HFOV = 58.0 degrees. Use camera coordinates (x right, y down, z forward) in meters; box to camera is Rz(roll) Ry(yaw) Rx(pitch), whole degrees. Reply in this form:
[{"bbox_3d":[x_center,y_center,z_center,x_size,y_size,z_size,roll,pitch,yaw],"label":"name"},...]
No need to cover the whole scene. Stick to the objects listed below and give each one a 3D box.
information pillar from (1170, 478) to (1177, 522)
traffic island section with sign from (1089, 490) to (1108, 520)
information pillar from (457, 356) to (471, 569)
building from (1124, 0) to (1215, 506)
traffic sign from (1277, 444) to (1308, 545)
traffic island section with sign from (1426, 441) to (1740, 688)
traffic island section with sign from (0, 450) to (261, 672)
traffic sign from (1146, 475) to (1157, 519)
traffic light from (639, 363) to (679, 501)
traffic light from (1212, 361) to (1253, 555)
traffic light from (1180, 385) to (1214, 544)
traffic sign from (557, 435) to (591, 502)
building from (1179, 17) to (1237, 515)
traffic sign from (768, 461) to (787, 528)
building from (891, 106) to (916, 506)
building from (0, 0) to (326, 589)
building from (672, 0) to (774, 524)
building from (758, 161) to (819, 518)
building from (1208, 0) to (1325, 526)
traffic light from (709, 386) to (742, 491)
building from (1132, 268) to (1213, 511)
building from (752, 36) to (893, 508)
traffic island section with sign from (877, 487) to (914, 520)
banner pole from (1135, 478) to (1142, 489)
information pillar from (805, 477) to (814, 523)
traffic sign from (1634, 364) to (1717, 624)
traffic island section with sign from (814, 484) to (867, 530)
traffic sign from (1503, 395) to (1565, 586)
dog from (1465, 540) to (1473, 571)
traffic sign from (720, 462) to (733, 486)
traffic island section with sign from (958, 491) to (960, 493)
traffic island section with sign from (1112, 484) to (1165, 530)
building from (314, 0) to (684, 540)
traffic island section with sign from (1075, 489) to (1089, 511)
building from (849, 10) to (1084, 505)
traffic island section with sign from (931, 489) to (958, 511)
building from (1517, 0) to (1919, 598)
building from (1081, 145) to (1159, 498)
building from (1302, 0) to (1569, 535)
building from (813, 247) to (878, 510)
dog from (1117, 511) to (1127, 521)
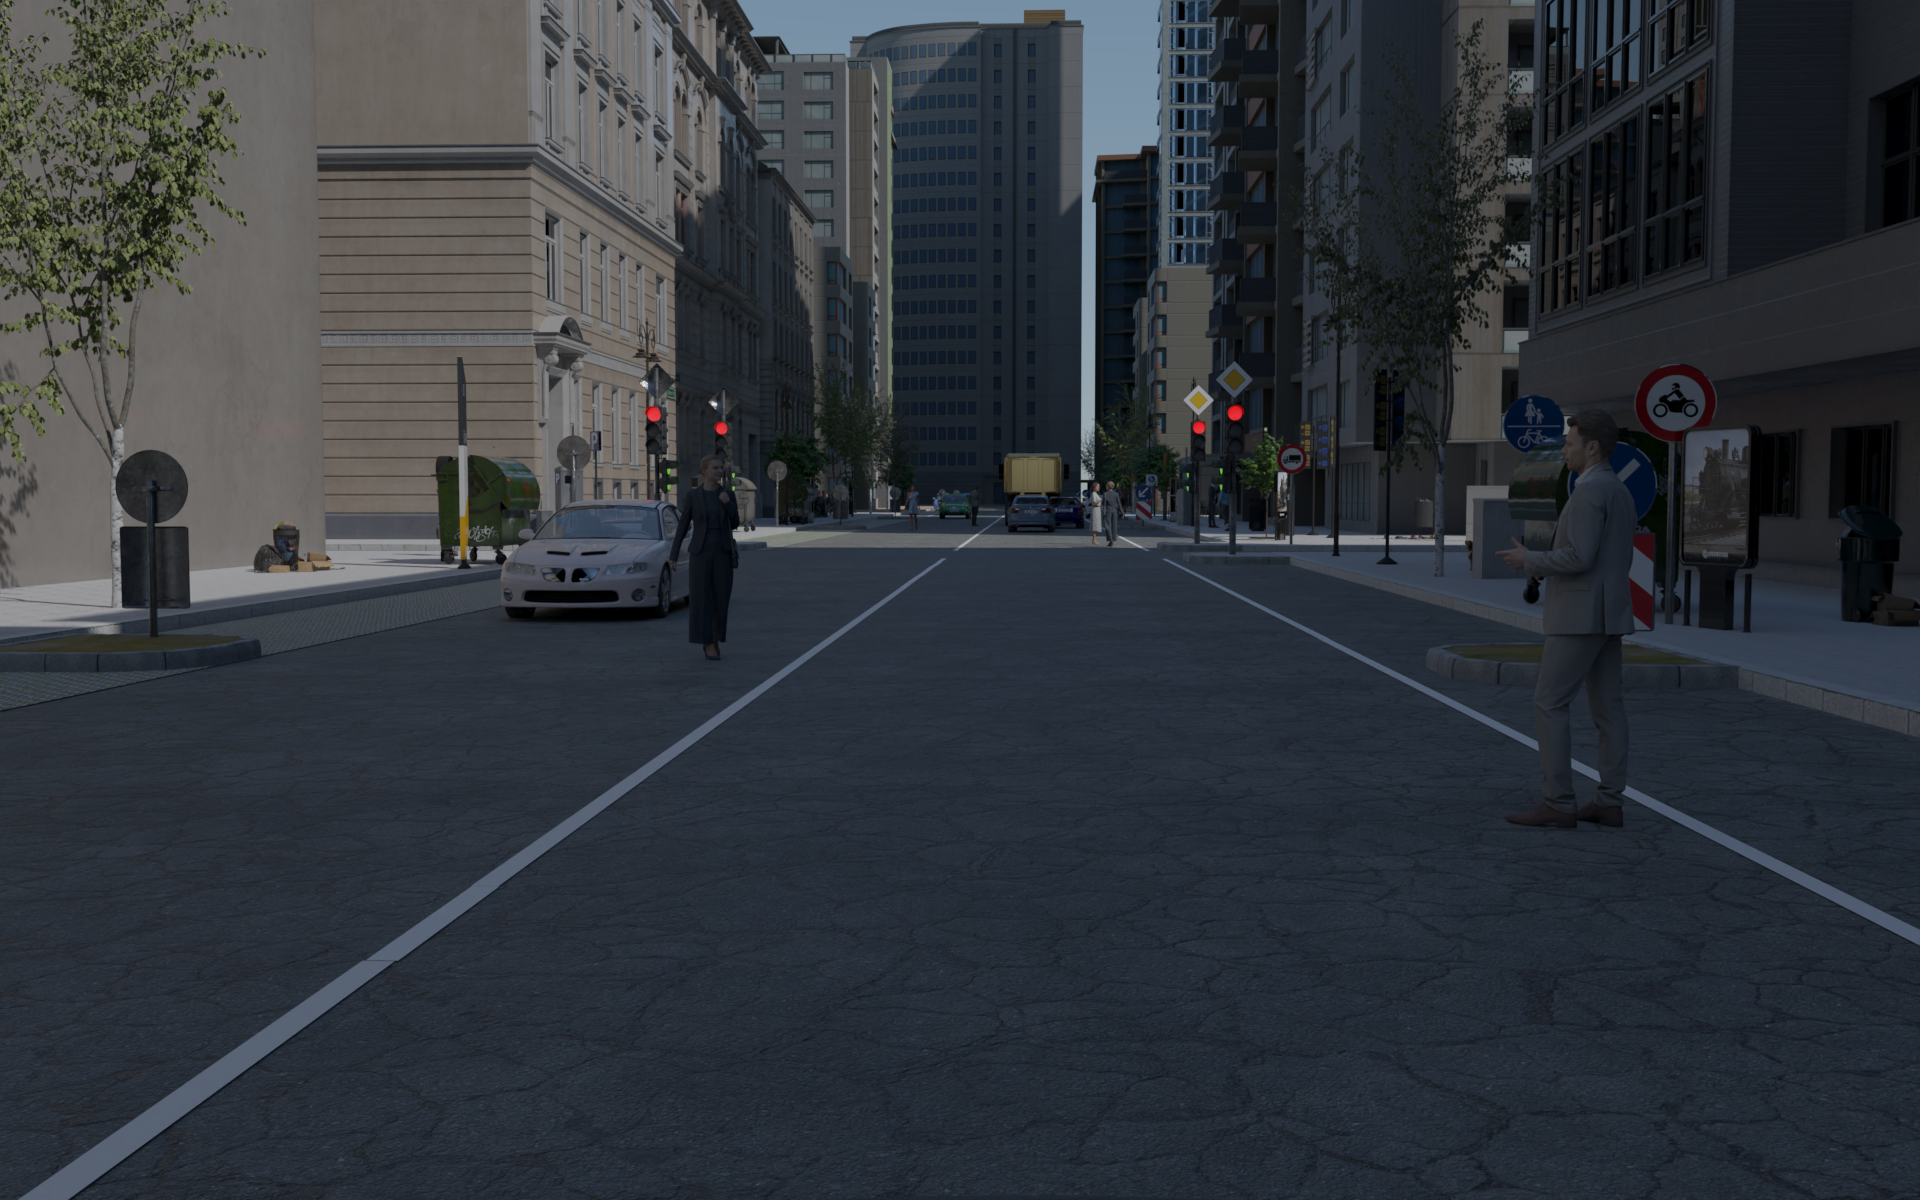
[{"bbox_3d":[9.740,-4.565,79.136,0.304,2.012,0.304,1,4,9],"label":"information pillar"},{"bbox_3d":[8.407,-5.413,97.129,1.989,1.847,2.006,0,4,2],"label":"traffic island section with sign"},{"bbox_3d":[-8.540,-2.349,29.764,0.183,3.616,0.504,-1,4,-9],"label":"information pillar"},{"bbox_3d":[28.750,-52.731,174.820,22.319,86.520,31.000,0,4,2],"label":"building"},{"bbox_3d":[8.425,-2.684,43.990,0.768,2.556,0.104,1,4,10],"label":"traffic sign"},{"bbox_3d":[4.827,-0.316,13.793,1.989,1.847,2.006,0,4,2],"label":"traffic island section with sign"},{"bbox_3d":[-7.160,-0.376,14.776,1.989,1.847,2.006,0,4,2],"label":"traffic island section with sign"},{"bbox_3d":[9.986,-5.390,90.254,0.606,2.300,0.079,0,4,7],"label":"traffic sign"},{"bbox_3d":[-6.483,-2.951,37.176,0.839,4.253,0.868,0,4,2],"label":"traffic light"},{"bbox_3d":[5.767,-2.920,36.667,0.839,4.253,0.868,0,4,2],"label":"traffic light"},{"bbox_3d":[6.110,-3.408,44.645,0.839,4.253,0.868,0,4,2],"label":"traffic light"},{"bbox_3d":[-8.381,-2.292,37.582,0.768,2.556,0.104,0,4,6],"label":"traffic sign"},{"bbox_3d":[24.920,-40.927,107.411,20.563,71.187,20.611,0,4,2],"label":"building"},{"bbox_3d":[-6.981,-4.040,66.161,0.768,2.556,0.104,0,4,7],"label":"traffic sign"},{"bbox_3d":[-19.844,-32.301,182.741,28.867,44.769,22.147,0,4,2],"label":"building"},{"bbox_3d":[-29.904,-13.456,24.523,34.151,26.468,19.350,0,4,2],"label":"building"},{"bbox_3d":[-17.174,-17.916,80.312,14.401,28.519,23.554,0,4,2],"label":"building"},{"bbox_3d":[-14.229,-15.422,101.306,9.793,20.994,18.267,0,4,2],"label":"building"},{"bbox_3d":[22.515,-25.749,75.613,22.147,44.769,28.867,0,4,2],"label":"building"},{"bbox_3d":[-6.140,-3.439,45.153,0.839,4.253,0.868,0,4,2],"label":"traffic light"},{"bbox_3d":[29.309,-18.440,146.525,27.650,21.520,28.899,0,4,2],"label":"building"},{"bbox_3d":[-13.717,-28.994,157.641,14.154,41.232,14.086,0,4,2],"label":"building"},{"bbox_3d":[-3.603,-5.438,97.535,1.989,1.847,2.006,0,4,2],"label":"traffic island section with sign"},{"bbox_3d":[11.972,-7.723,116.286,0.863,3.779,0.401,1,4,12],"label":"banner pole"},{"bbox_3d":[-6.630,-4.388,76.243,0.304,2.012,0.304,1,4,20],"label":"information pillar"},{"bbox_3d":[7.002,-1.035,17.027,0.768,2.556,0.104,1,4,9],"label":"traffic sign"},{"bbox_3d":[-4.799,-3.745,69.857,1.989,1.847,2.006,0,4,2],"label":"traffic island section with sign"},{"bbox_3d":[7.364,-1.358,22.304,0.768,2.556,0.104,1,4,9],"label":"traffic sign"},{"bbox_3d":[8.638,-0.736,28.866,0.540,0.507,0.406,2,4,30],"label":"dog"},{"bbox_3d":[-7.490,-3.317,54.335,0.768,2.556,0.104,1,4,9],"label":"traffic sign"},{"bbox_3d":[-0.280,-10.182,175.096,1.989,1.847,2.006,0,4,2],"label":"traffic island section with sign"},{"bbox_3d":[7.233,-3.743,69.827,1.989,1.847,2.006,0,4,2],"label":"traffic island section with sign"},{"bbox_3d":[-17.672,-16.631,57.822,13.634,28.700,20.117,0,4,2],"label":"building"},{"bbox_3d":[10.538,-8.441,146.645,1.989,1.847,2.006,0,4,2],"label":"traffic island section with sign"},{"bbox_3d":[0.868,-41.187,215.404,28.212,58.520,21.231,0,4,2],"label":"building"},{"bbox_3d":[-1.462,-8.506,147.700,1.989,1.847,2.006,0,4,2],"label":"traffic island section with sign"},{"bbox_3d":[17.019,-12.157,17.832,14.314,24.678,30.058,0,4,2],"label":"building"},{"bbox_3d":[29.440,-34.333,215.966,28.867,44.769,22.147,0,4,2],"label":"building"},{"bbox_3d":[19.305,-22.801,56.393,14.086,41.232,14.154,0,4,2],"label":"building"},{"bbox_3d":[-21.562,-17.807,136.183,27.650,21.520,28.899,0,4,2],"label":"building"},{"bbox_3d":[8.678,-4.516,93.117,0.540,0.507,0.406,0,4,3],"label":"dog"}]
